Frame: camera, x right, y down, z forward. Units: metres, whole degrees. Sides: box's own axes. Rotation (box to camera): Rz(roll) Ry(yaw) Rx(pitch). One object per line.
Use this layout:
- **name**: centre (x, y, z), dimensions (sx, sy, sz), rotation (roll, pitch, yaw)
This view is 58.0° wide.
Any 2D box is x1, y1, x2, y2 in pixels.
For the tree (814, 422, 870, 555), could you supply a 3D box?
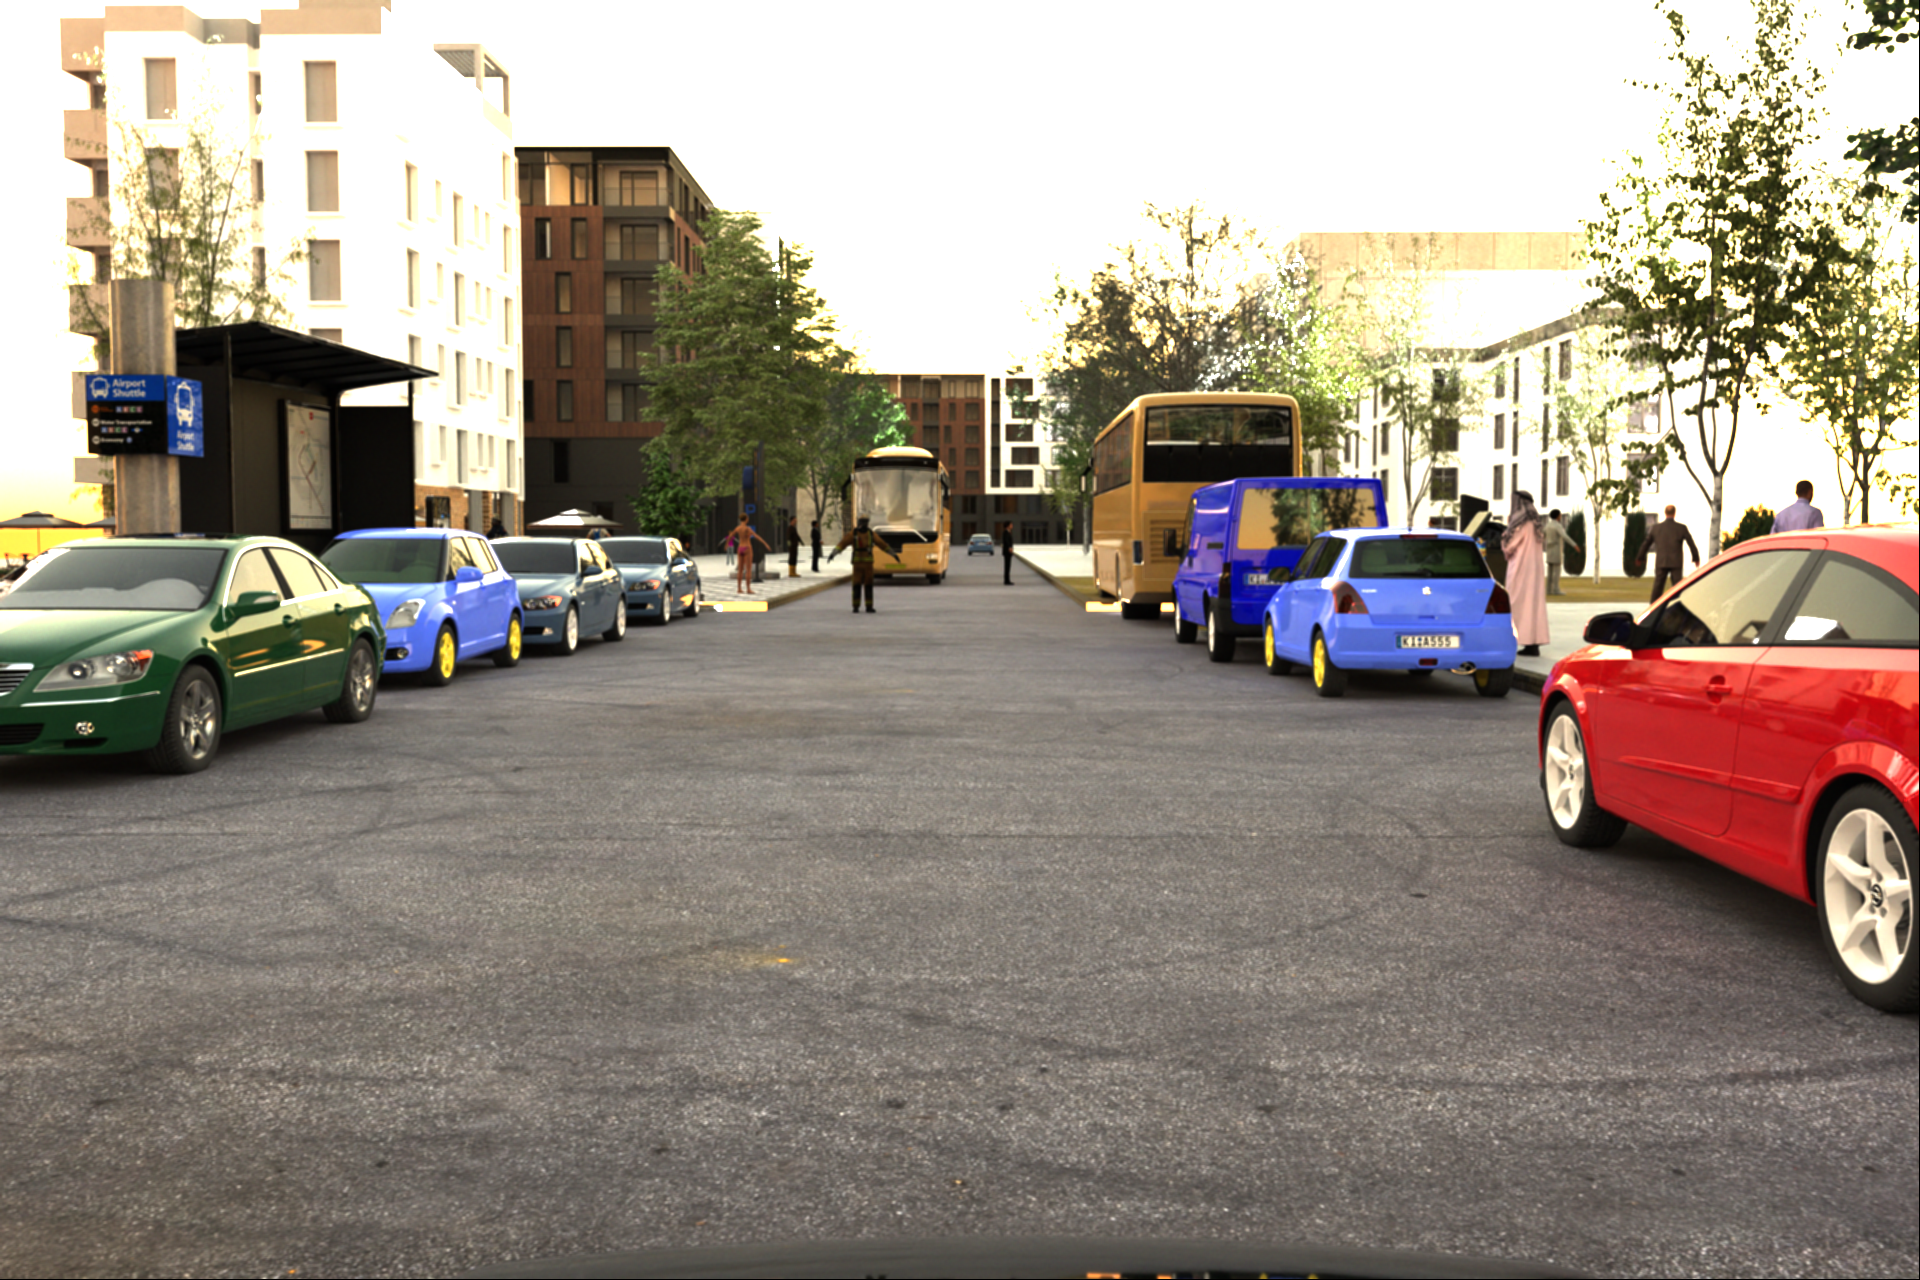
- **tree**: centre (-7.377, -9.658, 108.273), dimensions (4.737, 8.622, 4.395), rotation (0, 3, 0)

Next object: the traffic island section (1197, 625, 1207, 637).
- **traffic island section**: centre (4.149, -0.125, 24.903), dimensions (1.991, 0.108, 1.994), rotation (0, 4, 1)

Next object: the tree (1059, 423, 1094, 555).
- **tree**: centre (7.740, -9.460, 105.028), dimensions (4.737, 8.622, 4.395), rotation (0, 3, 0)

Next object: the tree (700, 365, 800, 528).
- **tree**: centre (-8.062, -7.299, 69.699), dimensions (4.360, 8.622, 3.978), rotation (0, 3, 0)

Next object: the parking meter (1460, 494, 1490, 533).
- **parking meter**: centre (7.600, -1.216, 25.585), dimensions (0.399, 1.863, 0.255), rotation (0, 4, 1)

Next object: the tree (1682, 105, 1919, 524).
- **tree**: centre (26.612, -8.584, 50.724), dimensions (12.009, 13.543, 11.850), rotation (0, 3, 0)

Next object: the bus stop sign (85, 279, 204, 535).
- **bus stop sign**: centre (-8.560, -1.788, 18.243), dimensions (0.837, 3.901, 0.837), rotation (0, 4, 1)

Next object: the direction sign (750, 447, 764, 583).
- **direction sign**: centre (-5.338, -3.270, 45.469), dimensions (0.379, 3.537, 0.876), rotation (0, 4, 0)

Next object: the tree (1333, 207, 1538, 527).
- **tree**: centre (10.167, -5.461, 39.656), dimensions (4.360, 8.622, 3.978), rotation (0, 3, 0)

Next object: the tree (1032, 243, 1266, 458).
- **tree**: centre (8.207, -9.928, 72.699), dimensions (12.009, 13.543, 11.850), rotation (0, 3, 0)

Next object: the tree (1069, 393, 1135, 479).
- **tree**: centre (7.505, -8.193, 84.320), dimensions (4.360, 8.622, 3.978), rotation (0, 3, 0)

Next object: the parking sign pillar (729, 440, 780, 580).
- **parking sign pillar**: centre (-5.845, -3.713, 49.182), dimensions (1.447, 3.967, 1.447), rotation (0, 4, 2)

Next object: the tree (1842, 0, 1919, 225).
- **tree**: centre (10.032, -6.376, 10.899), dimensions (9.857, 13.997, 8.962), rotation (0, 3, 0)

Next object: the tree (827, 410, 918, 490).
- **tree**: centre (-6.509, -12.735, 133.972), dimensions (9.928, 11.665, 9.643), rotation (0, 3, 0)

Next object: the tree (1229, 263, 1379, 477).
- **tree**: centre (9.327, -5.861, 46.186), dimensions (4.737, 8.622, 4.395), rotation (0, 3, 0)

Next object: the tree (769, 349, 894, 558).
- **tree**: centre (-7.575, -10.298, 94.119), dimensions (9.928, 11.665, 9.643), rotation (0, 3, 0)

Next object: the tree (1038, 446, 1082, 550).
- **tree**: centre (8.467, -11.525, 138.790), dimensions (4.737, 8.622, 4.395), rotation (0, 3, 0)

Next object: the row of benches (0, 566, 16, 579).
- **row of benches**: centre (-17.883, -1.065, 32.874), dimensions (1.422, 0.672, 4.104), rotation (0, 4, 1)

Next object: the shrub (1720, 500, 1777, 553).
- **shrub**: centre (18.775, -2.249, 40.811), dimensions (1.661, 2.075, 1.752), rotation (0, 3, 0)

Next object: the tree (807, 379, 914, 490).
- **tree**: centre (-6.759, -11.751, 117.890), dimensions (9.928, 11.665, 9.643), rotation (0, 3, 0)

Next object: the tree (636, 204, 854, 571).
- **tree**: centre (-7.605, -8.720, 60.696), dimensions (7.486, 12.596, 7.792), rotation (0, 3, 0)

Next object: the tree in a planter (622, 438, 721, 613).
- **tree in a planter**: centre (-5.527, -2.143, 32.268), dimensions (1.991, 3.239, 1.994), rotation (0, 4, 1)

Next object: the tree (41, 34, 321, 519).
- **tree**: centre (-11.709, -4.605, 25.650), dimensions (4.360, 8.622, 3.978), rotation (0, 3, 0)

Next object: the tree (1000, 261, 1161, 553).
- **tree**: centre (8.551, -16.125, 119.534), dimensions (12.611, 20.169, 13.585), rotation (0, 3, 0)

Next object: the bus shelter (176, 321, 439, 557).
- **bus shelter**: centre (-8.509, -1.894, 22.247), dimensions (1.731, 3.624, 6.357), rotation (0, 4, 1)

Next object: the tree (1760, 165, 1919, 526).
- **tree**: centre (17.946, -5.158, 34.693), dimensions (4.737, 8.622, 4.395), rotation (0, 3, 0)

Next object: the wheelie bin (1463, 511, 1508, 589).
- **wheelie bin**: centre (7.309, -0.998, 24.228), dimensions (0.693, 1.594, 0.980), rotation (0, 4, 1)

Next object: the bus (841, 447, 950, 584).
- **bus**: centre (-1.678, -3.747, 52.805), dimensions (2.896, 3.916, 12.252), rotation (0, 4, 1)

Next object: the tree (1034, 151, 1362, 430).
- **tree**: centre (7.517, -8.946, 56.636), dimensions (12.009, 13.543, 11.850), rotation (0, 3, 0)

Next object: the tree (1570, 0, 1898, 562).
- **tree**: centre (9.716, -4.390, 22.135), dimensions (4.737, 8.622, 4.395), rotation (0, 3, 0)

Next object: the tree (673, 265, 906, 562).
- **tree**: centre (-7.679, -10.296, 78.710), dimensions (12.009, 13.543, 11.850), rotation (0, 3, 0)

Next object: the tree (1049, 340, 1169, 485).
- **tree**: centre (8.395, -10.102, 90.918), dimensions (9.928, 11.665, 9.643), rotation (0, 3, 0)

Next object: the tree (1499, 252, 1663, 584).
- **tree**: centre (16.734, -5.767, 44.654), dimensions (4.360, 8.622, 3.978), rotation (0, 3, 0)

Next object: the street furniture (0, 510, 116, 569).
- **street furniture**: centre (-31.716, -2.515, 46.144), dimensions (27.439, 1.986, 14.083), rotation (1, 4, 14)
